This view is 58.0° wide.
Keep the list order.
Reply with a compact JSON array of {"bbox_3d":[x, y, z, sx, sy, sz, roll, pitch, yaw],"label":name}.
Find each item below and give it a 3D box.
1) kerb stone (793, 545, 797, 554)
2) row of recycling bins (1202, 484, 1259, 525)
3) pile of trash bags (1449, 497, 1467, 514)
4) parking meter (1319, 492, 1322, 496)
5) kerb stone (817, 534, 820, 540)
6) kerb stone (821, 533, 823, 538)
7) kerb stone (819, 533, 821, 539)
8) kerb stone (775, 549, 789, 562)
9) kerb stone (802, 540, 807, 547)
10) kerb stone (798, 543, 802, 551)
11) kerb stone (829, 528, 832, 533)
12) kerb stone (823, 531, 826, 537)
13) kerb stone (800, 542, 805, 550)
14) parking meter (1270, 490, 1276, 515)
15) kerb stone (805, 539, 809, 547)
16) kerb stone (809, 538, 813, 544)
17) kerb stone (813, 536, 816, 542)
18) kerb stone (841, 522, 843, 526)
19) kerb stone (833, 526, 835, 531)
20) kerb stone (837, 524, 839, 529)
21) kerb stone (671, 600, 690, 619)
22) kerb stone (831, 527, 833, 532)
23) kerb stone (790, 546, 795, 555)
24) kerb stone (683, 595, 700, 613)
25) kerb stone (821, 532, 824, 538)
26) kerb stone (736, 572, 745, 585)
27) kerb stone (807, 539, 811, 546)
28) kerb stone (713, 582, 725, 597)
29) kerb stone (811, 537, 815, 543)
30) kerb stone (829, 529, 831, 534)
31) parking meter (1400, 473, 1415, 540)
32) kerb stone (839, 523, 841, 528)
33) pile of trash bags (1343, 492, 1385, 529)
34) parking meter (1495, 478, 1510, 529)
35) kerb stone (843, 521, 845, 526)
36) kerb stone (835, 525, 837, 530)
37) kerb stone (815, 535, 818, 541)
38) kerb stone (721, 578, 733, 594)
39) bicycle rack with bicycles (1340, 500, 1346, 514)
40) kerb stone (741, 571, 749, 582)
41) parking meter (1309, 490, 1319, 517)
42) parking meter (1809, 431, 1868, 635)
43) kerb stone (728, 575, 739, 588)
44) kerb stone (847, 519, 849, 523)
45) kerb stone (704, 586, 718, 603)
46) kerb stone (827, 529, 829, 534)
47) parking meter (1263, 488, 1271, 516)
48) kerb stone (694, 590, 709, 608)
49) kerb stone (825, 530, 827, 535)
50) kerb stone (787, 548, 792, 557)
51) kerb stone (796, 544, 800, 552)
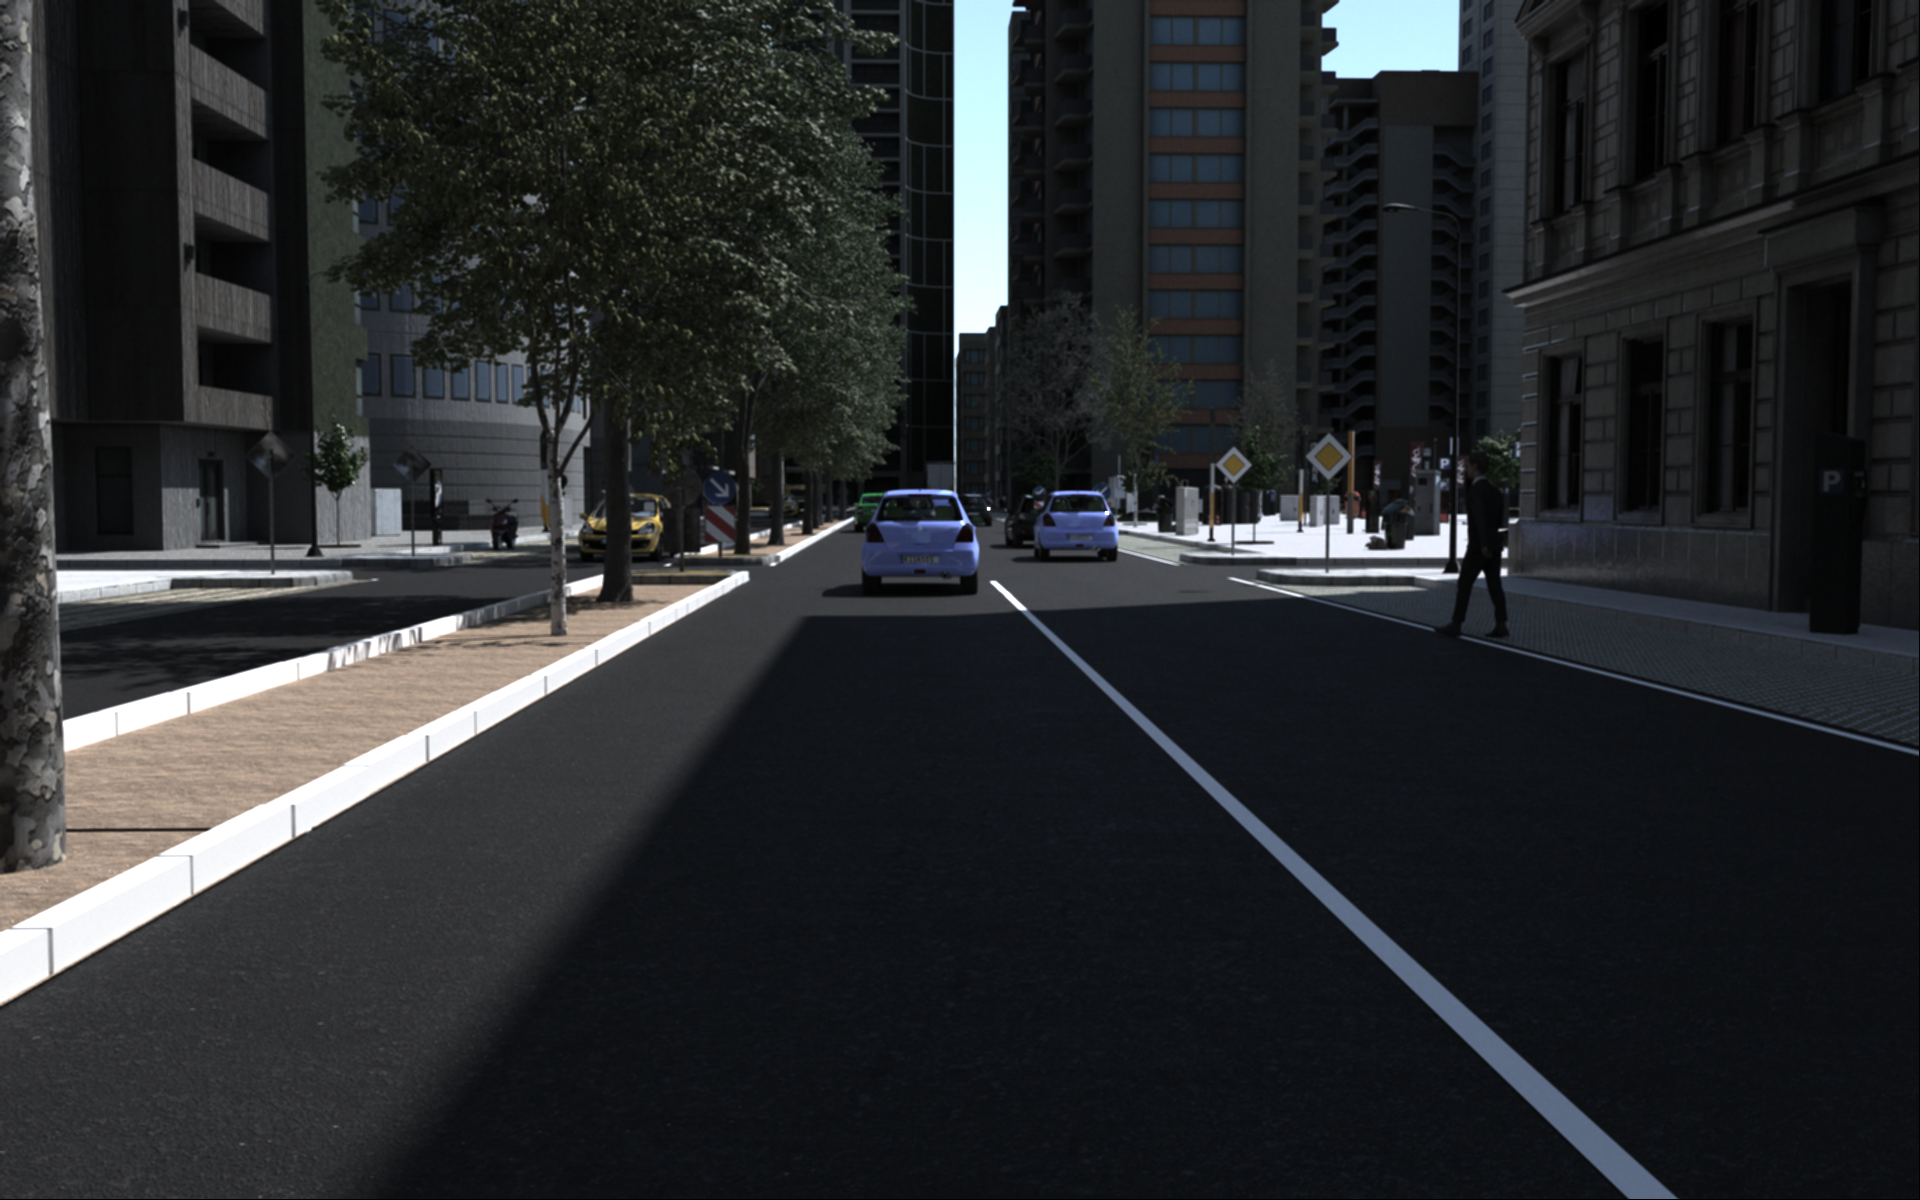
[{"bbox_3d":[-4.004,-1.151,41.022,0.120,0.150,1.000,0,4,-2],"label":"kerb stone"},{"bbox_3d":[11.663,-4.107,74.267,1.069,1.692,3.534,3,5,44],"label":"row of recycling bins"},{"bbox_3d":[31.982,-6.164,110.535,1.912,1.369,3.447,3,5,40],"label":"pile of trash bags"},{"bbox_3d":[22.385,-6.241,107.755,0.255,1.863,0.399,2,4,23],"label":"parking meter"},{"bbox_3d":[-4.399,-1.834,52.306,0.120,0.150,1.000,0,4,-2],"label":"kerb stone"},{"bbox_3d":[-4.471,-1.962,54.351,0.120,0.150,1.000,0,4,-2],"label":"kerb stone"},{"bbox_3d":[-4.426,-1.904,53.330,0.120,0.150,1.000,0,4,-2],"label":"kerb stone"},{"bbox_3d":[-3.897,-0.963,37.940,0.120,0.150,1.000,0,4,-2],"label":"kerb stone"},{"bbox_3d":[-4.142,-1.402,45.116,0.120,0.150,1.000,0,4,-2],"label":"kerb stone"},{"bbox_3d":[-4.076,-1.274,43.068,0.120,0.150,1.000,0,4,-2],"label":"kerb stone"},{"bbox_3d":[-4.713,-2.405,61.521,0.120,0.150,1.000,0,4,-2],"label":"kerb stone"},{"bbox_3d":[-4.539,-2.092,56.404,0.120,0.150,1.000,0,4,-2],"label":"kerb stone"},{"bbox_3d":[-4.111,-1.336,44.090,0.120,0.150,1.000,0,4,-2],"label":"kerb stone"},{"bbox_3d":[18.926,-5.896,104.804,0.372,1.533,0.369,0,3,0],"label":"parking meter"},{"bbox_3d":[-4.182,-1.465,46.147,0.120,0.150,1.000,0,4,-2],"label":"kerb stone"},{"bbox_3d":[-4.248,-1.591,48.200,0.120,0.150,1.000,0,4,-2],"label":"kerb stone"},{"bbox_3d":[-4.326,-1.713,50.249,0.120,0.150,1.000,0,4,-2],"label":"kerb stone"},{"bbox_3d":[-5.114,-3.094,72.777,0.120,0.150,1.000,0,4,-2],"label":"kerb stone"},{"bbox_3d":[-4.824,-2.589,64.586,0.120,0.150,1.000,0,4,-2],"label":"kerb stone"},{"bbox_3d":[-4.973,-2.844,68.689,0.120,0.150,1.000,0,4,-2],"label":"kerb stone"},{"bbox_3d":[-3.272,0.134,20.001,0.120,0.150,1.000,0,4,-2],"label":"kerb stone"},{"bbox_3d":[-4.756,-2.468,62.542,0.120,0.150,1.000,0,4,-2],"label":"kerb stone"},{"bbox_3d":[-3.960,-1.089,40.001,0.120,0.150,1.000,0,4,-2],"label":"kerb stone"},{"bbox_3d":[-3.304,0.072,21.023,0.120,0.150,1.000,0,4,-2],"label":"kerb stone"},{"bbox_3d":[-4.507,-2.015,55.380,0.120,0.150,1.000,0,4,-2],"label":"kerb stone"},{"bbox_3d":[-3.514,-0.300,27.163,0.120,0.150,1.000,0,4,-2],"label":"kerb stone"},{"bbox_3d":[-4.219,-1.528,47.174,0.120,0.150,1.000,0,4,-2],"label":"kerb stone"},{"bbox_3d":[-3.410,-0.112,24.090,0.120,0.150,1.000,0,4,-2],"label":"kerb stone"},{"bbox_3d":[-4.290,-1.651,49.227,0.120,0.150,1.000,0,4,-2],"label":"kerb stone"},{"bbox_3d":[-4.688,-2.340,60.499,0.120,0.150,1.000,0,4,-2],"label":"kerb stone"},{"bbox_3d":[12.433,-2.595,48.135,0.255,1.863,0.399,3,5,44],"label":"parking meter"},{"bbox_3d":[-5.036,-2.969,70.733,0.120,0.150,1.000,0,4,-2],"label":"kerb stone"},{"bbox_3d":[15.736,-3.271,63.238,3.447,1.369,1.912,1,4,21],"label":"pile of trash bags"},{"bbox_3d":[20.013,-3.551,63.770,0.399,1.863,0.255,-3,4,-37],"label":"parking meter"},{"bbox_3d":[-5.221,-3.281,75.860,0.120,0.150,1.000,0,4,-2],"label":"kerb stone"},{"bbox_3d":[-4.892,-2.718,66.629,0.120,0.150,1.000,0,4,-2],"label":"kerb stone"},{"bbox_3d":[-4.359,-1.779,51.284,0.120,0.150,1.000,0,4,-2],"label":"kerb stone"},{"bbox_3d":[-3.442,-0.178,25.112,0.120,0.150,1.000,0,4,-2],"label":"kerb stone"},{"bbox_3d":[23.852,-5.911,110.023,2.925,0.926,2.852,-3,4,-39],"label":"bicycle rack with bicycles"},{"bbox_3d":[-3.544,-0.367,28.193,0.120,0.150,1.000,0,4,-2],"label":"kerb stone"},{"bbox_3d":[19.424,-5.481,95.330,0.255,1.863,0.399,2,4,35],"label":"parking meter"},{"bbox_3d":[8.076,-0.624,15.920,0.255,1.863,0.399,-2,4,-35],"label":"parking meter"},{"bbox_3d":[-3.484,-0.241,26.133,0.120,0.150,1.000,0,4,-2],"label":"kerb stone"},{"bbox_3d":[-5.403,-3.597,81.005,0.120,0.150,1.000,0,4,-2],"label":"kerb stone"},{"bbox_3d":[-3.375,-0.053,23.069,0.120,0.150,1.000,0,4,-2],"label":"kerb stone"},{"bbox_3d":[-4.650,-2.280,59.475,0.120,0.150,1.000,0,4,-2],"label":"kerb stone"},{"bbox_3d":[18.083,-5.889,101.998,0.399,1.863,0.255,-1,4,-22],"label":"parking meter"},{"bbox_3d":[-3.340,0.009,22.047,0.120,0.150,1.000,0,4,-2],"label":"kerb stone"},{"bbox_3d":[-4.571,-2.155,57.425,0.120,0.150,1.000,0,4,-2],"label":"kerb stone"},{"bbox_3d":[-3.925,-1.026,38.972,0.120,0.150,1.000,0,4,-2],"label":"kerb stone"},{"bbox_3d":[-4.032,-1.211,42.044,0.120,0.150,1.000,0,4,-2],"label":"kerb stone"}]
